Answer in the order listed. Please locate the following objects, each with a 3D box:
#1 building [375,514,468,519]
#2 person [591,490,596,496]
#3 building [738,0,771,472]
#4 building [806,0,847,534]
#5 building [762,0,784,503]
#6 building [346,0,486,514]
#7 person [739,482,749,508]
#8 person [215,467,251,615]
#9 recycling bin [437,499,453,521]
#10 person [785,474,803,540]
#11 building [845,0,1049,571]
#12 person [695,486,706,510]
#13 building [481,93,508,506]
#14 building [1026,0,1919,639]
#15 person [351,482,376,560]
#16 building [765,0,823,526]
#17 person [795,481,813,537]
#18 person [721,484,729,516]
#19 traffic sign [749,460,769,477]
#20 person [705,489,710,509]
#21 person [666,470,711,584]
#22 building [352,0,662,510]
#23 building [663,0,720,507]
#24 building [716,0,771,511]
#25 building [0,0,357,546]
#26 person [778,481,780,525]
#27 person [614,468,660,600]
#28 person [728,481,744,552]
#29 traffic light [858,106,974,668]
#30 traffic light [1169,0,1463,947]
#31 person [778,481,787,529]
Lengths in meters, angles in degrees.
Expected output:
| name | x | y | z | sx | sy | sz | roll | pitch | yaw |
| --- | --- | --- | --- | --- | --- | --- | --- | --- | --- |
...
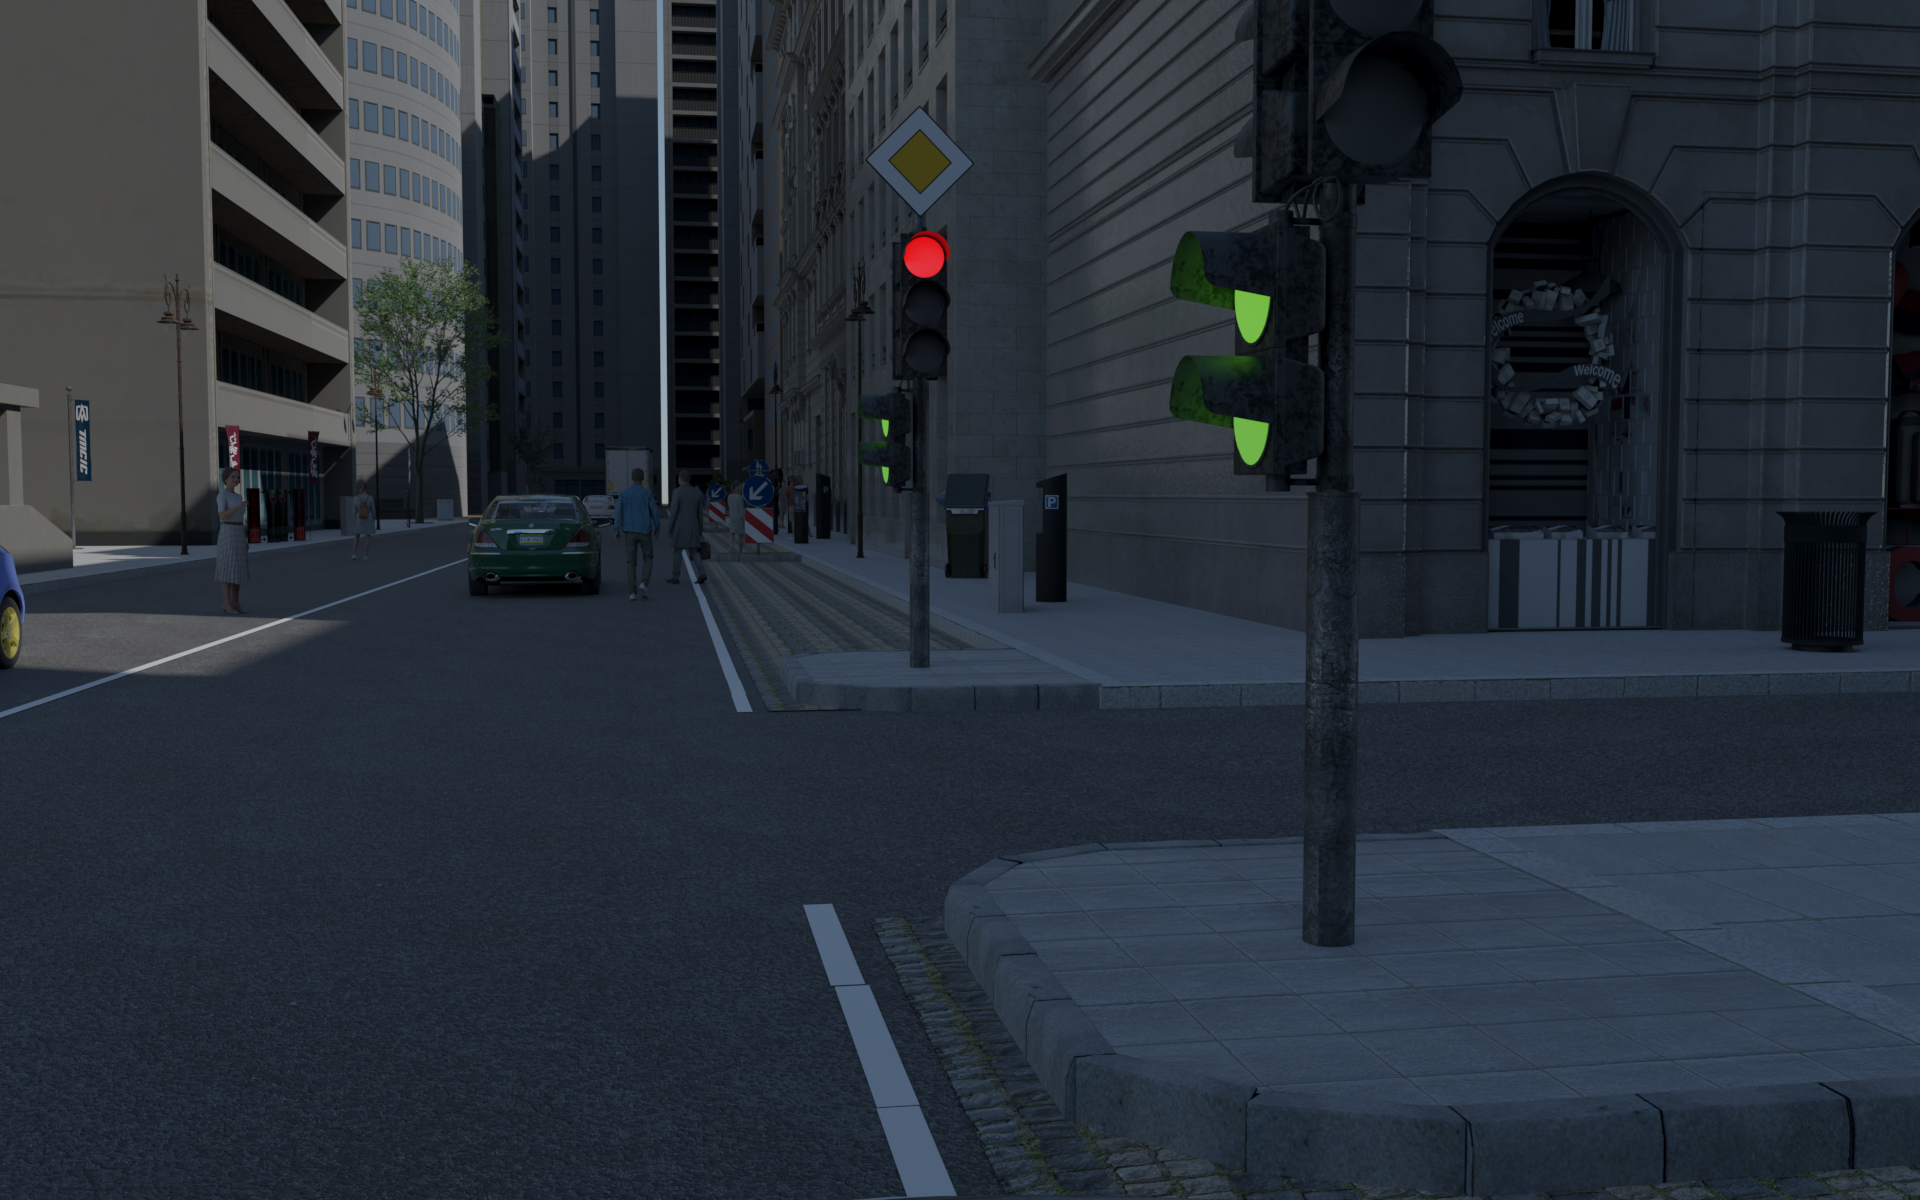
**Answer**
| name | x | y | z | sx | sy | sz | roll | pitch | yaw |
| --- | --- | --- | --- | --- | --- | --- | --- | --- | --- |
| building | -38.938 | -33.905 | 96.354 | 21.231 | 58.520 | 28.212 | -1 | 4 | -10 |
| person | -20.298 | -5.256 | 95.905 | 0.415 | 1.643 | 0.593 | -1 | 4 | -18 |
| building | -1.460 | -32.571 | 121.772 | 28.713 | 52.752 | 27.495 | -1 | 4 | -10 |
| building | 1.093 | -13.835 | 55.088 | 11.050 | 23.489 | 19.941 | -1 | 4 | -10 |
| building | -4.068 | -27.541 | 100.404 | 14.600 | 45.320 | 14.200 | -1 | 4 | -10 |
| building | -50.944 | -36.779 | 143.341 | 28.212 | 58.520 | 21.231 | -1 | 4 | -10 |
| person | -9.294 | -4.215 | 75.224 | 0.573 | 1.790 | 0.520 | 2 | 4 | 29 |
| person | -8.593 | -0.706 | 20.618 | 0.524 | 1.755 | 0.480 | 1 | 4 | 10 |
| recycling bin | -24.926 | -4.363 | 83.891 | 0.722 | 1.027 | 0.722 | -1 | 4 | -16 |
| person | -4.531 | -2.571 | 48.060 | 0.573 | 1.828 | 0.580 | 1 | 4 | 19 |
| building | 3.612 | -11.143 | 36.944 | 10.420 | 20.320 | 16.860 | -1 | 4 | -10 |
| person | -10.780 | -3.822 | 71.335 | 0.601 | 1.785 | 0.444 | 1 | 4 | 16 |
| building | -39.047 | -21.218 | 118.622 | 14.160 | 30.474 | 14.107 | -1 | 4 | -10 |
| building | 13.699 | -11.042 | 22.342 | 24.055 | 21.916 | 13.314 | -1 | 4 | -10 |
| person | -13.003 | -1.728 | 37.751 | 0.512 | 1.701 | 0.522 | -1 | 4 | -23 |
| building | -0.986 | -17.697 | 76.731 | 14.401 | 28.519 | 23.554 | -1 | 4 | -10 |
| person | -4.750 | -2.785 | 51.847 | 0.573 | 1.790 | 0.520 | 3 | 5 | 39 |
| person | -13.494 | -5.746 | 99.860 | 0.599 | 1.838 | 0.709 | 1 | 4 | 19 |
| traffic sign | -7.432 | -3.914 | 64.094 | 0.768 | 2.556 | 0.104 | 0 | 4 | -5 |
| person | -22.377 | -8.992 | 153.735 | 0.551 | 1.740 | 0.621 | 2 | 4 | 29 |
| person | -4.374 | -1.163 | 27.623 | 0.767 | 1.812 | 0.694 | 3 | 5 | 43 |
| building | -44.972 | -38.846 | 177.130 | 28.212 | 58.520 | 21.231 | -1 | 4 | -10 |
| building | -20.352 | -45.394 | 180.446 | 20.611 | 71.187 | 20.563 | -1 | 4 | -10 |
| building | -10.179 | -37.083 | 148.308 | 21.231 | 58.520 | 28.212 | -1 | 4 | -10 |
| building | -30.894 | -26.083 | 50.155 | 21.300 | 48.544 | 21.600 | -1 | 4 | -10 |
| person | -7.453 | -3.805 | 68.471 | 0.699 | 1.804 | 1.509 | 2 | 4 | 25 |
| person | -4.354 | -0.889 | 23.373 | 0.601 | 1.785 | 0.444 | 0 | 4 | -4 |
| person | -4.982 | -1.803 | 38.725 | 0.466 | 1.731 | 0.760 | 0 | 4 | 3 |
| traffic light | -0.317 | -1.456 | 12.726 | 0.839 | 4.253 | 0.868 | -1 | 4 | -10 |
| traffic light | 1.039 | -0.975 | 4.856 | 0.839 | 4.253 | 0.868 | -1 | 4 | -10 |
| person | -6.597 | -3.567 | 64.700 | 0.374 | 1.781 | 0.599 | 2 | 4 | 32 |
